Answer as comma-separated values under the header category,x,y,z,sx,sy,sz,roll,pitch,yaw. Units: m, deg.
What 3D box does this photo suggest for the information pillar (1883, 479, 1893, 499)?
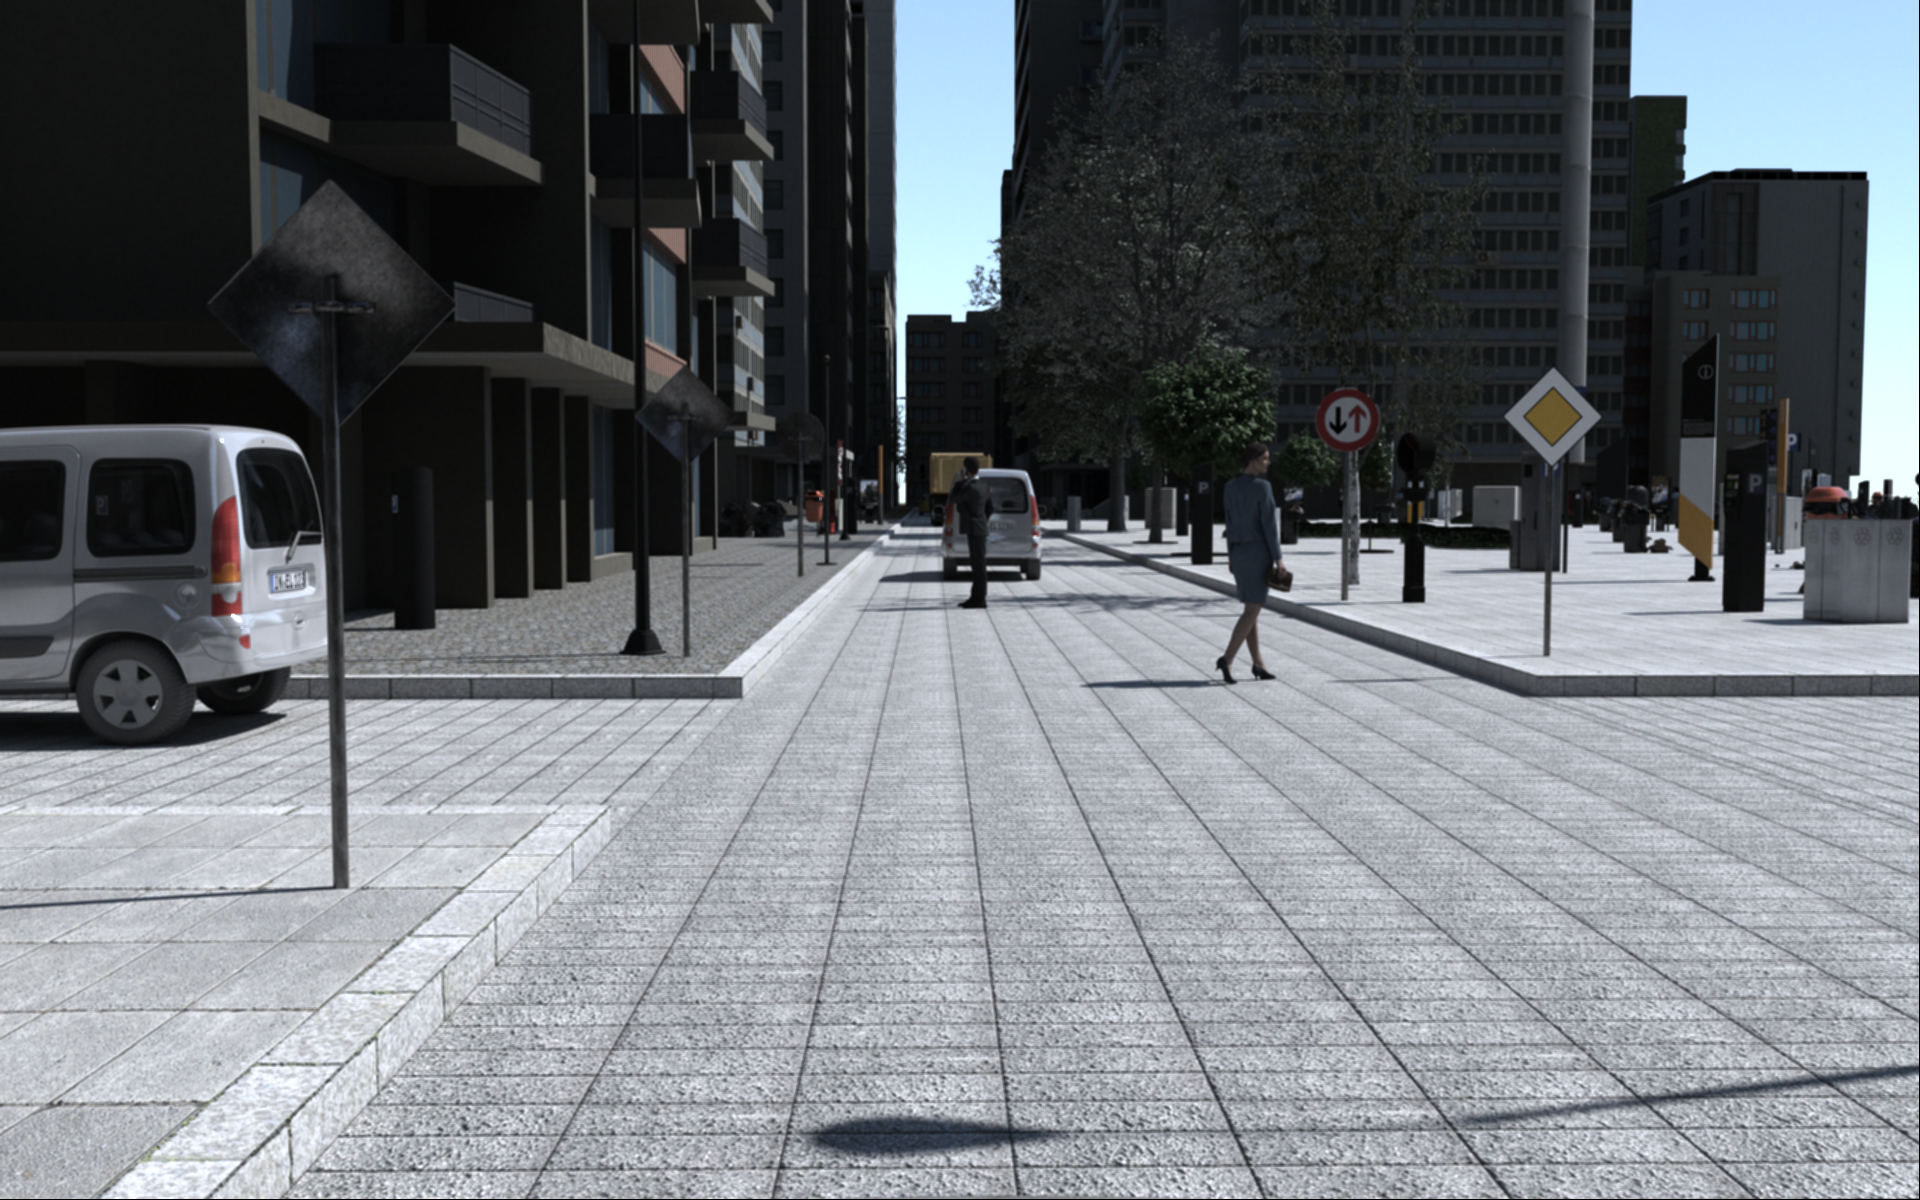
category,x,y,z,sx,sy,sz,roll,pitch,yaw
information pillar,46.124,-4.992,86.114,0.304,2.012,0.304,-2,4,-35

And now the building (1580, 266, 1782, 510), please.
category,x,y,z,sx,sy,sz,roll,pitch,yaw
building,50.262,-18.708,150.915,28.899,21.520,27.650,0,4,-1

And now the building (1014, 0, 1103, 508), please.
category,x,y,z,sx,sy,sz,roll,pitch,yaw
building,15.044,-30.614,124.238,21.300,48.544,21.600,0,4,-1

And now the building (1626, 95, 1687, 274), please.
category,x,y,z,sx,sy,sz,roll,pitch,yaw
building,65.717,-30.437,181.238,14.086,41.232,14.154,0,4,-1

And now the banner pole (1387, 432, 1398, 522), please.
category,x,y,z,sx,sy,sz,roll,pitch,yaw
banner pole,17.416,-4.887,69.916,0.401,3.779,0.863,1,4,23

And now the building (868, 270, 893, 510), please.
category,x,y,z,sx,sy,sz,roll,pitch,yaw
building,-20.594,-18.690,150.622,28.899,21.520,27.650,0,4,-1

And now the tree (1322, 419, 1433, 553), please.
category,x,y,z,sx,sy,sz,roll,pitch,yaw
tree,9.048,-2.652,37.966,1.663,3.219,1.824,0,3,0

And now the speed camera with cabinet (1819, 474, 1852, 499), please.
category,x,y,z,sx,sy,sz,roll,pitch,yaw
speed camera with cabinet,39.877,-5.194,79.259,0.660,3.252,2.038,-1,4,-12

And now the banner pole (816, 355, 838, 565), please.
category,x,y,z,sx,sy,sz,roll,pitch,yaw
banner pole,-2.426,-2.540,31.542,0.401,3.779,0.863,0,4,-4

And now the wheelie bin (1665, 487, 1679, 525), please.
category,x,y,z,sx,sy,sz,roll,pitch,yaw
wheelie bin,30.065,-3.985,73.066,0.693,1.594,0.980,-2,4,-27

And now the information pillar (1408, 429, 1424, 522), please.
category,x,y,z,sx,sy,sz,roll,pitch,yaw
information pillar,14.576,-3.919,55.434,0.504,3.616,0.183,1,4,10

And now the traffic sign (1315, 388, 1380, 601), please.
category,x,y,z,sx,sy,sz,roll,pitch,yaw
traffic sign,4.642,-1.267,20.824,0.768,2.556,0.104,0,4,4

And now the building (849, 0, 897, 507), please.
category,x,y,z,sx,sy,sz,roll,pitch,yaw
building,-20.763,-39.174,182.499,28.212,58.520,21.231,0,4,-1

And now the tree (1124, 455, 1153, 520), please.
category,x,y,z,sx,sy,sz,roll,pitch,yaw
tree,8.781,-5.615,86.413,1.663,3.219,1.824,0,3,0

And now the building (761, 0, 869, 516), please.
category,x,y,z,sx,sy,sz,roll,pitch,yaw
building,-12.361,-19.878,96.701,14.160,30.474,14.107,0,4,-1

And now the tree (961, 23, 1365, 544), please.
category,x,y,z,sx,sy,sz,roll,pitch,yaw
tree,5.226,-8.217,44.720,12.009,13.543,11.850,0,3,0

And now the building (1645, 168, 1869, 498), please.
category,x,y,z,sx,sy,sz,roll,pitch,yaw
building,71.799,-23.598,157.531,14.107,30.474,14.160,0,4,-1

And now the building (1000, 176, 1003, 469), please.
category,x,y,z,sx,sy,sz,roll,pitch,yaw
building,10.612,-23.560,156.901,14.160,30.474,14.107,0,4,-1

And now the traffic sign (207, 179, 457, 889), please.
category,x,y,z,sx,sy,sz,roll,pitch,yaw
traffic sign,-2.015,-0.119,5.583,0.795,2.450,0.064,0,4,-1

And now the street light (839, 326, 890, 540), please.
category,x,y,z,sx,sy,sz,roll,pitch,yaw
street light,-2.654,-4.612,47.949,1.470,5.913,1.316,0,4,-1

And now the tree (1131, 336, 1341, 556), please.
category,x,y,z,sx,sy,sz,roll,pitch,yaw
tree,5.192,-3.215,36.287,4.285,4.588,4.351,0,3,0

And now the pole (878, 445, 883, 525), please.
category,x,y,z,sx,sy,sz,roll,pitch,yaw
pole,-3.331,-4.808,72.456,0.158,3.312,0.155,0,3,0

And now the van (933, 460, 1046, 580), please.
category,x,y,z,sx,sy,sz,roll,pitch,yaw
van,0.527,-1.423,30.277,2.013,2.044,4.112,0,4,0

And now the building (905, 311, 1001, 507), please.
category,x,y,z,sx,sy,sz,roll,pitch,yaw
building,8.743,-20.963,187.790,28.899,21.520,27.650,0,4,-1

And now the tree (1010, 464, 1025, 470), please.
category,x,y,z,sx,sy,sz,roll,pitch,yaw
tree,3.634,-7.084,110.431,1.663,3.219,1.824,0,3,0

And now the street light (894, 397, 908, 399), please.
category,x,y,z,sx,sy,sz,roll,pitch,yaw
street light,-3.199,-6.744,82.799,1.470,5.913,1.316,0,4,-1

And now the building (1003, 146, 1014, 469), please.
category,x,y,z,sx,sy,sz,roll,pitch,yaw
building,11.187,-22.699,142.828,14.160,30.474,14.107,0,4,-1

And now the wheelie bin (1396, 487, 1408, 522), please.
category,x,y,z,sx,sy,sz,roll,pitch,yaw
wheelie bin,19.794,-4.234,77.141,0.693,1.594,0.980,2,4,29

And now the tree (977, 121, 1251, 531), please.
category,x,y,z,sx,sy,sz,roll,pitch,yaw
tree,5.350,-9.371,59.875,9.857,13.997,8.962,0,3,0

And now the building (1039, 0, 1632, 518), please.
category,x,y,z,sx,sy,sz,roll,pitch,yaw
building,21.175,-25.051,101.457,32.217,40.220,23.993,0,4,-1

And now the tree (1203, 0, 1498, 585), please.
category,x,y,z,sx,sy,sz,roll,pitch,yaw
tree,5.514,-4.510,24.097,4.360,8.622,3.978,0,3,0

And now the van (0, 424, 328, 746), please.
category,x,y,z,sx,sy,sz,roll,pitch,yaw
van,-6.061,-0.219,10.591,4.112,2.044,2.013,0,4,1

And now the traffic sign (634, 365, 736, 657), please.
category,x,y,z,sx,sy,sz,roll,pitch,yaw
traffic sign,-2.147,-0.607,13.567,0.795,2.450,0.064,0,4,-1

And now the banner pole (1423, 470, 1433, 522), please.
category,x,y,z,sx,sy,sz,roll,pitch,yaw
banner pole,21.513,-5.523,80.325,0.863,3.779,0.401,1,4,10

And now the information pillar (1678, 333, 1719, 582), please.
category,x,y,z,sx,sy,sz,roll,pitch,yaw
information pillar,10.874,-2.088,25.491,0.504,3.616,0.183,2,4,33

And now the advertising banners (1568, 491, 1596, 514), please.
category,x,y,z,sx,sy,sz,roll,pitch,yaw
advertising banners,27.271,-4.955,77.203,2.074,3.025,0.090,1,4,9

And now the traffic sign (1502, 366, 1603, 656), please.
category,x,y,z,sx,sy,sz,roll,pitch,yaw
traffic sign,4.646,-0.613,13.660,0.795,2.450,0.064,0,4,-1

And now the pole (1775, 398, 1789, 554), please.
category,x,y,z,sx,sy,sz,roll,pitch,yaw
pole,17.576,-2.641,37.031,0.158,3.312,0.155,0,3,0

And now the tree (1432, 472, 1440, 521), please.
category,x,y,z,sx,sy,sz,roll,pitch,yaw
tree,21.901,-5.328,81.712,1.663,3.219,1.824,0,3,0

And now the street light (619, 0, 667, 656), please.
category,x,y,z,sx,sy,sz,roll,pitch,yaw
street light,-2.006,-2.520,13.743,1.470,5.913,1.316,0,4,-1

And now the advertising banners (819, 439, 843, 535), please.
category,x,y,z,sx,sy,sz,roll,pitch,yaw
advertising banners,-4.072,-3.588,54.844,0.090,3.025,2.074,1,4,18

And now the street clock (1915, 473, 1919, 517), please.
category,x,y,z,sx,sy,sz,roll,pitch,yaw
street clock,31.352,-3.168,56.361,0.471,2.002,0.358,0,4,1

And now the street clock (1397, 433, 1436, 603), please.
category,x,y,z,sx,sy,sz,roll,pitch,yaw
street clock,5.381,-0.973,20.480,0.358,2.002,0.471,-1,4,-19

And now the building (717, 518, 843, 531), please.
category,x,y,z,sx,sy,sz,roll,pitch,yaw
building,-20.516,-22.915,66.548,32.217,40.220,23.993,0,4,-1

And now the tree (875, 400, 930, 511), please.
category,x,y,z,sx,sy,sz,roll,pitch,yaw
tree,-4.651,-11.222,133.846,4.737,8.622,4.395,0,3,0

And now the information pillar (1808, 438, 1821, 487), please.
category,x,y,z,sx,sy,sz,roll,pitch,yaw
information pillar,36.000,-4.997,73.051,0.504,3.616,0.183,0,4,-8

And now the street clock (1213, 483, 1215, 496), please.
category,x,y,z,sx,sy,sz,roll,pitch,yaw
street clock,11.524,-4.581,79.476,0.358,2.002,0.471,1,4,20

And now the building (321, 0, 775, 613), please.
category,x,y,z,sx,sy,sz,roll,pitch,yaw
building,-15.109,-22.982,30.382,22.147,44.769,28.867,0,4,-1

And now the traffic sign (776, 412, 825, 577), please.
category,x,y,z,sx,sy,sz,roll,pitch,yaw
traffic sign,-2.481,-1.638,26.892,0.768,2.556,0.104,0,4,7

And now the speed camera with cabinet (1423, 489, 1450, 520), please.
category,x,y,z,sx,sy,sz,roll,pitch,yaw
speed camera with cabinet,23.787,-5.604,85.959,2.038,3.252,0.660,0,4,-4

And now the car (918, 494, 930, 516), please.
category,x,y,z,sx,sy,sz,roll,pitch,yaw
car,-1.861,-6.489,116.313,2.015,1.641,3.980,0,4,0
